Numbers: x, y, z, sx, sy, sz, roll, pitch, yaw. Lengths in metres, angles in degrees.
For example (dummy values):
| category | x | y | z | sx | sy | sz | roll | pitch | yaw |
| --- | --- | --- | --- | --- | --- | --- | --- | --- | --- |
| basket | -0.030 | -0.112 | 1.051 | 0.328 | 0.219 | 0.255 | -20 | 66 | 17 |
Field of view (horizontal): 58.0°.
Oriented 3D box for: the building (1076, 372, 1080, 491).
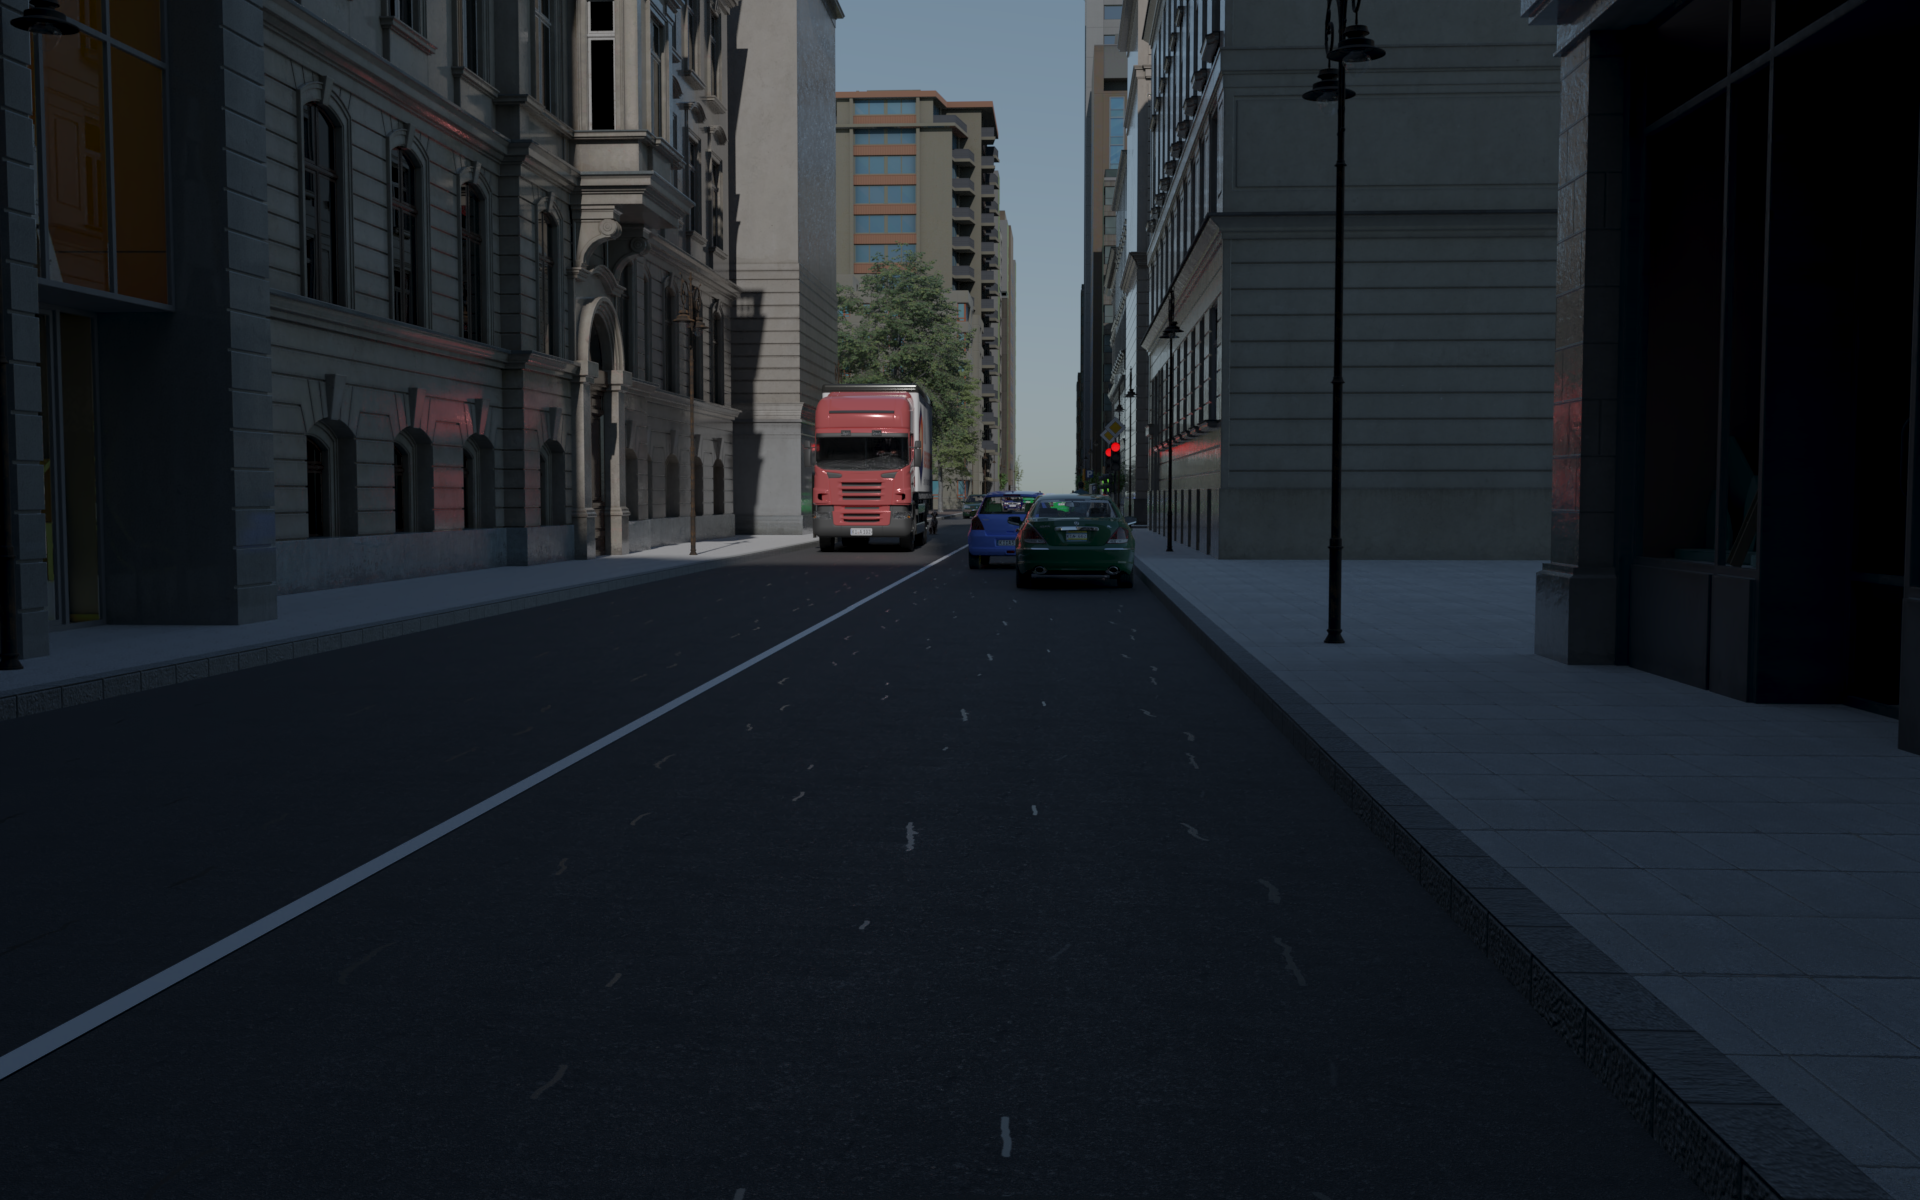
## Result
| category | x | y | z | sx | sy | sz | roll | pitch | yaw |
| --- | --- | --- | --- | --- | --- | --- | --- | --- | --- |
| building | 31.340 | -25.346 | 259.445 | 27.650 | 21.520 | 28.899 | 0 | 4 | 3 |

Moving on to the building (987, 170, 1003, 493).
| category | x | y | z | sx | sy | sz | roll | pitch | yaw |
| --- | --- | --- | --- | --- | --- | --- | --- | --- | --- |
| building | -2.387 | -32.384 | 213.070 | 14.154 | 41.232 | 14.086 | 0 | 4 | 3 |

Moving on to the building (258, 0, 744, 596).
| category | x | y | z | sx | sy | sz | roll | pitch | yaw |
| --- | --- | --- | --- | --- | --- | --- | --- | --- | --- |
| building | -12.926 | -13.199 | 34.890 | 14.460 | 24.649 | 34.723 | 0 | 4 | 3 |

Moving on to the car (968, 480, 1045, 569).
| category | x | y | z | sx | sy | sz | roll | pitch | yaw |
| --- | --- | --- | --- | --- | --- | --- | --- | --- | --- |
| car | 1.120 | -1.517 | 34.400 | 1.945 | 1.707 | 3.694 | 0 | 4 | 5 |

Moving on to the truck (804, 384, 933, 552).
| category | x | y | z | sx | sy | sz | roll | pitch | yaw |
| --- | --- | --- | --- | --- | --- | --- | --- | --- | --- |
| truck | -2.211 | -3.511 | 46.325 | 2.839 | 4.237 | 11.283 | 0 | 4 | 2 |

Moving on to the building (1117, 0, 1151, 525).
| category | x | y | z | sx | sy | sz | roll | pitch | yaw |
| --- | --- | --- | --- | --- | --- | --- | --- | --- | --- |
| building | 19.610 | -17.028 | 75.668 | 25.104 | 27.353 | 12.463 | 0 | 4 | 3 |

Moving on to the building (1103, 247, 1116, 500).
| category | x | y | z | sx | sy | sz | roll | pitch | yaw |
| --- | --- | --- | --- | --- | --- | --- | --- | --- | --- |
| building | 14.987 | -15.302 | 114.813 | 10.561 | 19.102 | 19.286 | 0 | 4 | 3 |

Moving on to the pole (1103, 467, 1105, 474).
| category | x | y | z | sx | sy | sz | roll | pitch | yaw |
| --- | --- | --- | --- | --- | --- | --- | --- | --- | --- |
| pole | 10.640 | -8.220 | 128.245 | 0.158 | 3.312 | 0.155 | 0 | 3 | 0 |

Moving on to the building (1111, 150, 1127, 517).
| category | x | y | z | sx | sy | sz | roll | pitch | yaw |
| --- | --- | --- | --- | --- | --- | --- | --- | --- | --- |
| building | 13.496 | -15.102 | 96.070 | 9.793 | 20.994 | 18.267 | 0 | 4 | 3 |

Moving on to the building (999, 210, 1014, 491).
| category | x | y | z | sx | sy | sz | roll | pitch | yaw |
| --- | --- | --- | --- | --- | --- | --- | --- | --- | --- |
| building | 1.484 | -38.509 | 279.733 | 14.600 | 45.320 | 14.200 | 0 | 4 | 3 |

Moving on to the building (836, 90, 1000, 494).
| category | x | y | z | sx | sy | sz | roll | pitch | yaw |
| --- | --- | --- | --- | --- | --- | --- | --- | --- | --- |
| building | -6.989 | -32.766 | 190.356 | 22.147 | 44.769 | 28.867 | 0 | 4 | 3 |

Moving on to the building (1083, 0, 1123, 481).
| category | x | y | z | sx | sy | sz | roll | pitch | yaw |
| --- | --- | --- | --- | --- | --- | --- | --- | --- | --- |
| building | 24.248 | -39.753 | 191.953 | 21.231 | 58.520 | 28.212 | 0 | 4 | 3 |

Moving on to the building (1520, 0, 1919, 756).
| category | x | y | z | sx | sy | sz | roll | pitch | yaw |
| --- | --- | --- | --- | --- | --- | --- | --- | --- | --- |
| building | 8.953 | -9.832 | 11.662 | 10.553 | 20.767 | 40.483 | 0 | 4 | 3 |

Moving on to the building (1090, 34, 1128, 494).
| category | x | y | z | sx | sy | sz | roll | pitch | yaw |
| --- | --- | --- | --- | --- | --- | --- | --- | --- | --- |
| building | 19.872 | -31.804 | 170.108 | 14.600 | 45.320 | 14.200 | 0 | 4 | 3 |

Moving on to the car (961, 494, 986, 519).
| category | x | y | z | sx | sy | sz | roll | pitch | yaw |
| --- | --- | --- | --- | --- | --- | --- | --- | --- | --- |
| car | 1.099 | -5.573 | 100.905 | 2.009 | 1.686 | 4.222 | 0 | 4 | 4 |

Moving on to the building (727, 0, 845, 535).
| category | x | y | z | sx | sy | sz | roll | pitch | yaw |
| --- | --- | --- | --- | --- | --- | --- | --- | --- | --- |
| building | -13.547 | -12.814 | 58.663 | 18.267 | 20.994 | 9.793 | 0 | 4 | 3 |

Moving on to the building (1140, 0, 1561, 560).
| category | x | y | z | sx | sy | sz | roll | pitch | yaw |
| --- | --- | --- | --- | --- | --- | --- | --- | --- | --- |
| building | 13.136 | -13.065 | 46.896 | 16.112 | 22.955 | 30.059 | 0 | 4 | 3 |

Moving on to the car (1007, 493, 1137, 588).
| category | x | y | z | sx | sy | sz | roll | pitch | yaw |
| --- | --- | --- | --- | --- | --- | --- | --- | --- | --- |
| car | 1.818 | -0.985 | 27.910 | 2.131 | 1.459 | 4.920 | 0 | 4 | 2 |

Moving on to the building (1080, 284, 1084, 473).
| category | x | y | z | sx | sy | sz | roll | pitch | yaw |
| --- | --- | --- | --- | --- | --- | --- | --- | --- | --- |
| building | 23.485 | -28.492 | 237.553 | 14.160 | 30.474 | 14.107 | 0 | 4 | 3 |

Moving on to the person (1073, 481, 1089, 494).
| category | x | y | z | sx | sy | sz | roll | pitch | yaw |
| --- | --- | --- | --- | --- | --- | --- | --- | --- | --- |
| person | 3.661 | -2.702 | 52.699 | 0.660 | 1.820 | 0.620 | -1 | 4 | -18 |

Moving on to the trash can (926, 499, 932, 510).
| category | x | y | z | sx | sy | sz | roll | pitch | yaw |
| --- | --- | --- | --- | --- | --- | --- | --- | --- | --- |
| trash can | -2.465 | -7.843 | 139.892 | 0.748 | 1.137 | 0.748 | 0 | 3 | 0 |

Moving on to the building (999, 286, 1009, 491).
| category | x | y | z | sx | sy | sz | roll | pitch | yaw |
| --- | --- | --- | --- | --- | --- | --- | --- | --- | --- |
| building | -0.607 | -28.481 | 237.370 | 14.160 | 30.474 | 14.107 | 0 | 4 | 3 |

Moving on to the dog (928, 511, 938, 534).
| category | x | y | z | sx | sy | sz | roll | pitch | yaw |
| --- | --- | --- | --- | --- | --- | --- | --- | --- | --- |
| dog | -0.860 | -2.742 | 61.662 | 0.513 | 0.831 | 0.800 | 2 | 4 | 28 |

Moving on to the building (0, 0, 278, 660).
| category | x | y | z | sx | sy | sz | roll | pitch | yaw |
| --- | --- | --- | --- | --- | --- | --- | --- | --- | --- |
| building | -13.235 | -13.761 | 2.494 | 11.434 | 29.767 | 29.804 | 0 | 4 | 3 |

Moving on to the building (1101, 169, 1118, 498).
| category | x | y | z | sx | sy | sz | roll | pitch | yaw |
| --- | --- | --- | --- | --- | --- | --- | --- | --- | --- |
| building | 19.803 | -23.510 | 156.095 | 14.160 | 30.474 | 14.107 | 0 | 4 | 3 |

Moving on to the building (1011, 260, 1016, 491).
| category | x | y | z | sx | sy | sz | roll | pitch | yaw |
| --- | --- | --- | --- | --- | --- | --- | --- | --- | --- |
| building | 2.316 | -37.354 | 294.324 | 14.154 | 41.232 | 14.086 | 0 | 4 | 3 |

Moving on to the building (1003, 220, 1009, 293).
| category | x | y | z | sx | sy | sz | roll | pitch | yaw |
| --- | --- | --- | --- | --- | --- | --- | --- | --- | --- |
| building | -0.210 | -34.742 | 251.618 | 14.154 | 41.232 | 14.086 | 0 | 4 | 3 |

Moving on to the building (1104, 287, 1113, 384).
| category | x | y | z | sx | sy | sz | roll | pitch | yaw |
| --- | --- | --- | --- | --- | --- | --- | --- | --- | --- |
| building | 17.237 | -18.265 | 134.791 | 11.583 | 22.565 | 21.152 | 0 | 4 | 3 |

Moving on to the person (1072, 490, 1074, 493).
| category | x | y | z | sx | sy | sz | roll | pitch | yaw |
| --- | --- | --- | --- | --- | --- | --- | --- | --- | --- |
| person | 9.468 | -8.454 | 147.167 | 0.683 | 1.767 | 0.568 | 0 | 4 | 4 |

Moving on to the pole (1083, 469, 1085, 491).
| category | x | y | z | sx | sy | sz | roll | pitch | yaw |
| --- | --- | --- | --- | --- | --- | --- | --- | --- | --- |
| pole | 10.012 | -8.938 | 139.986 | 0.158 | 3.312 | 0.155 | 0 | 3 | 0 |

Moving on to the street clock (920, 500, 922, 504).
| category | x | y | z | sx | sy | sz | roll | pitch | yaw |
| --- | --- | --- | --- | --- | --- | --- | --- | --- | --- |
| street clock | -2.479 | -6.562 | 111.858 | 0.471 | 2.002 | 0.358 | 2 | 4 | 25 |

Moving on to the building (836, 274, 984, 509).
| category | x | y | z | sx | sy | sz | roll | pitch | yaw |
| --- | --- | --- | --- | --- | --- | --- | --- | --- | --- |
| building | -12.260 | -19.412 | 162.419 | 27.650 | 21.520 | 28.899 | 0 | 4 | 3 |
